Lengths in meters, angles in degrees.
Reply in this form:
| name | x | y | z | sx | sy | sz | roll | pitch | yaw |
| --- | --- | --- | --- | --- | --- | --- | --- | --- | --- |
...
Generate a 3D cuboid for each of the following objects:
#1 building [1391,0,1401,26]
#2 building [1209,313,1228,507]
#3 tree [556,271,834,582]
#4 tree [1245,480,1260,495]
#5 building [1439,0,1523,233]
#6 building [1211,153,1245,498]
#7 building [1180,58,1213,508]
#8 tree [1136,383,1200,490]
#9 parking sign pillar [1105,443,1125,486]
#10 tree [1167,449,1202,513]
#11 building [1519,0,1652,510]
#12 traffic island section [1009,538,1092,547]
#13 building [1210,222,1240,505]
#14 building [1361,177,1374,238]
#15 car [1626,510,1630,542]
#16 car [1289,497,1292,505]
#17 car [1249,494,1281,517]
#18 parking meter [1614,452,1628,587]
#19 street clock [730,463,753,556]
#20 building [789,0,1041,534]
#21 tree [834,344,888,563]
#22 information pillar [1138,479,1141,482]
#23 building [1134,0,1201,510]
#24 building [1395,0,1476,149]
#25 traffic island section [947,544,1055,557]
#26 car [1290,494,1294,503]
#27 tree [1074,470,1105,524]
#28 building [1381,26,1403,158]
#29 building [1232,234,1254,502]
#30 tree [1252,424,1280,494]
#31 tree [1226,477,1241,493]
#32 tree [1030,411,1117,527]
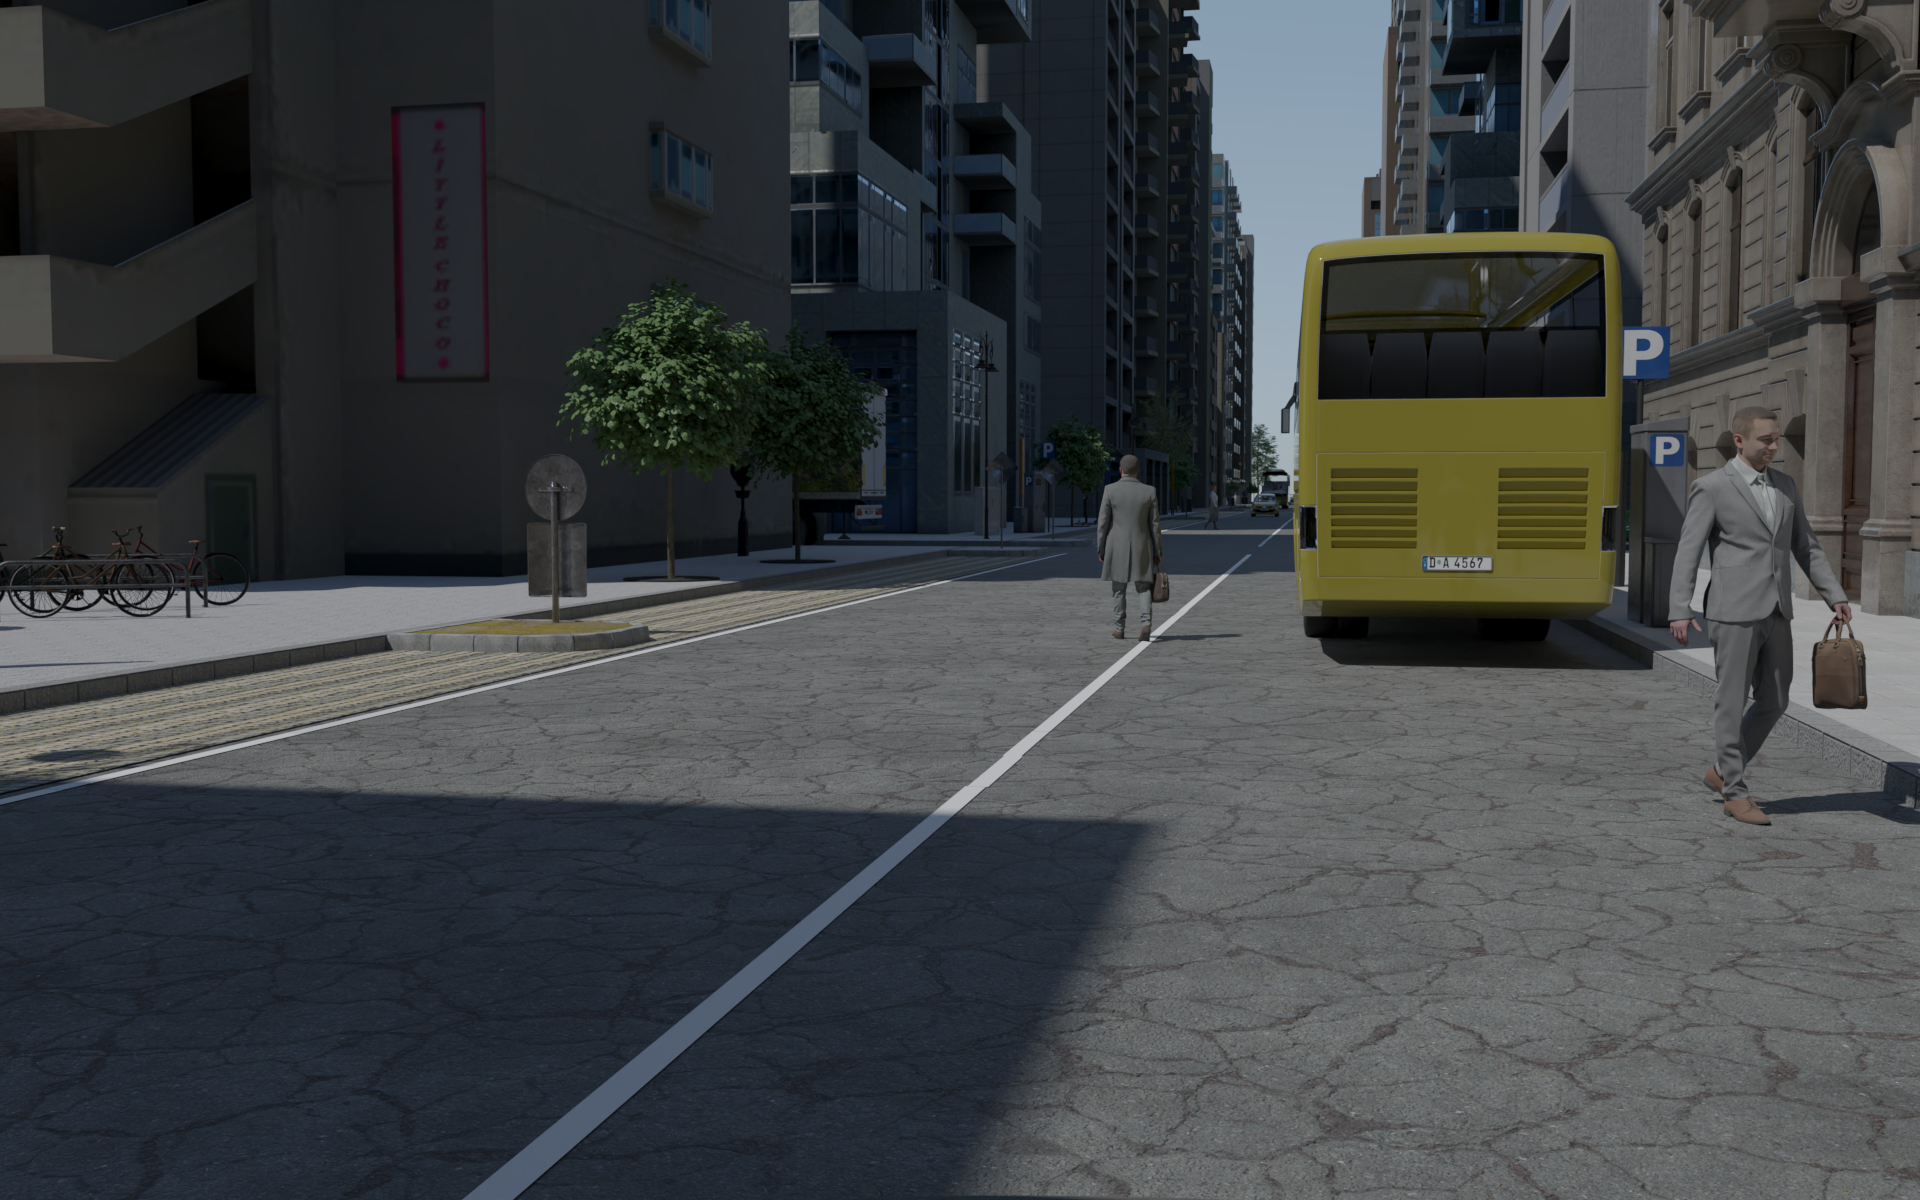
| name | x | y | z | sx | sy | sz | roll | pitch | yaw |
| --- | --- | --- | --- | --- | --- | --- | --- | --- | --- |
| building | 52.831 | -45.286 | 178.672 | 20.563 | 71.187 | 20.611 | 1 | 4 | 12 |
| building | 13.538 | -20.659 | 182.806 | 27.650 | 21.520 | 28.899 | 1 | 4 | 12 |
| tree | -4.222 | -2.570 | 25.733 | 4.285 | 4.588 | 4.351 | 0 | 3 | 0 |
| tree | 39.790 | -14.853 | 237.450 | 1.663 | 3.219 | 1.824 | 0 | 3 | 0 |
| building | 34.472 | -47.530 | 89.791 | 22.319 | 86.520 | 31.000 | 1 | 4 | 12 |
| building | 28.245 | -38.286 | 245.581 | 23.786 | 49.044 | 30.456 | 1 | 4 | 12 |
| building | 15.658 | -29.117 | 159.665 | 14.154 | 41.232 | 14.086 | 1 | 4 | 12 |
| tree | 13.699 | -10.090 | 115.328 | 4.737 | 8.622 | 4.395 | 0 | 3 | 0 |
| parking sign pillar | 8.227 | -6.240 | 90.497 | 1.447 | 3.967 | 1.447 | 2 | 4 | 29 |
| tree | 15.023 | -8.308 | 119.543 | 4.285 | 4.588 | 4.351 | 0 | 3 | 0 |
| building | 32.462 | -31.125 | 50.893 | 28.212 | 58.520 | 21.231 | 1 | 4 | 12 |
| traffic island section | 2.587 | -1.604 | 48.512 | 2.009 | 0.180 | 2.903 | 1 | 4 | 12 |
| building | 19.210 | -32.294 | 219.892 | 32.217 | 40.220 | 23.993 | 1 | 4 | 12 |
| building | 61.899 | -35.886 | 236.845 | 14.600 | 45.320 | 14.200 | 1 | 4 | 12 |
| car | 18.425 | -2.032 | 42.015 | 4.718 | 1.807 | 1.959 | 1 | 4 | 10 |
| car | 40.954 | -12.858 | 219.022 | 1.959 | 1.807 | 4.718 | 1 | 4 | 10 |
| car | 19.401 | -6.105 | 110.045 | 2.015 | 1.641 | 3.980 | 1 | 4 | 12 |
| parking meter | 9.014 | -1.120 | 24.022 | 0.399 | 1.863 | 0.255 | 3 | 4 | 36 |
| street clock | -4.473 | -1.903 | 35.678 | 0.471 | 2.002 | 0.358 | 1 | 4 | 12 |
| building | -8.157 | -46.306 | 69.776 | 22.319 | 86.520 | 31.000 | 1 | 4 | 12 |
| tree | -3.099 | -2.984 | 32.503 | 4.285 | 4.588 | 4.351 | 0 | 3 | 0 |
| information pillar | 8.857 | -5.017 | 86.515 | 0.304 | 2.012 | 0.304 | 0 | 4 | 1 |
| building | 7.563 | -29.646 | 139.342 | 22.147 | 44.769 | 28.867 | 1 | 4 | 12 |
| building | 46.710 | -31.800 | 139.541 | 23.786 | 49.044 | 30.456 | 1 | 4 | 12 |
| traffic island section | 0.958 | -1.126 | 40.695 | 2.009 | 0.180 | 2.903 | 1 | 4 | 12 |
| car | 47.960 | -14.729 | 251.036 | 2.015 | 1.641 | 3.980 | 1 | 4 | 12 |
| tree | 5.524 | -4.863 | 74.103 | 1.663 | 3.219 | 1.824 | 0 | 3 | 0 |
| building | 46.769 | -31.353 | 162.726 | 14.600 | 45.320 | 14.200 | 1 | 4 | 12 |
| building | 37.736 | -35.655 | 266.554 | 14.154 | 41.232 | 14.086 | 1 | 4 | 12 |
| tree | 47.867 | -22.056 | 278.744 | 7.486 | 12.596 | 7.792 | 0 | 3 | 0 |
| tree | 31.192 | -12.490 | 198.809 | 1.663 | 3.219 | 1.824 | 0 | 3 | 0 |
| tree | 4.437 | -5.142 | 67.792 | 4.285 | 4.588 | 4.351 | 0 | 3 | 0 |
